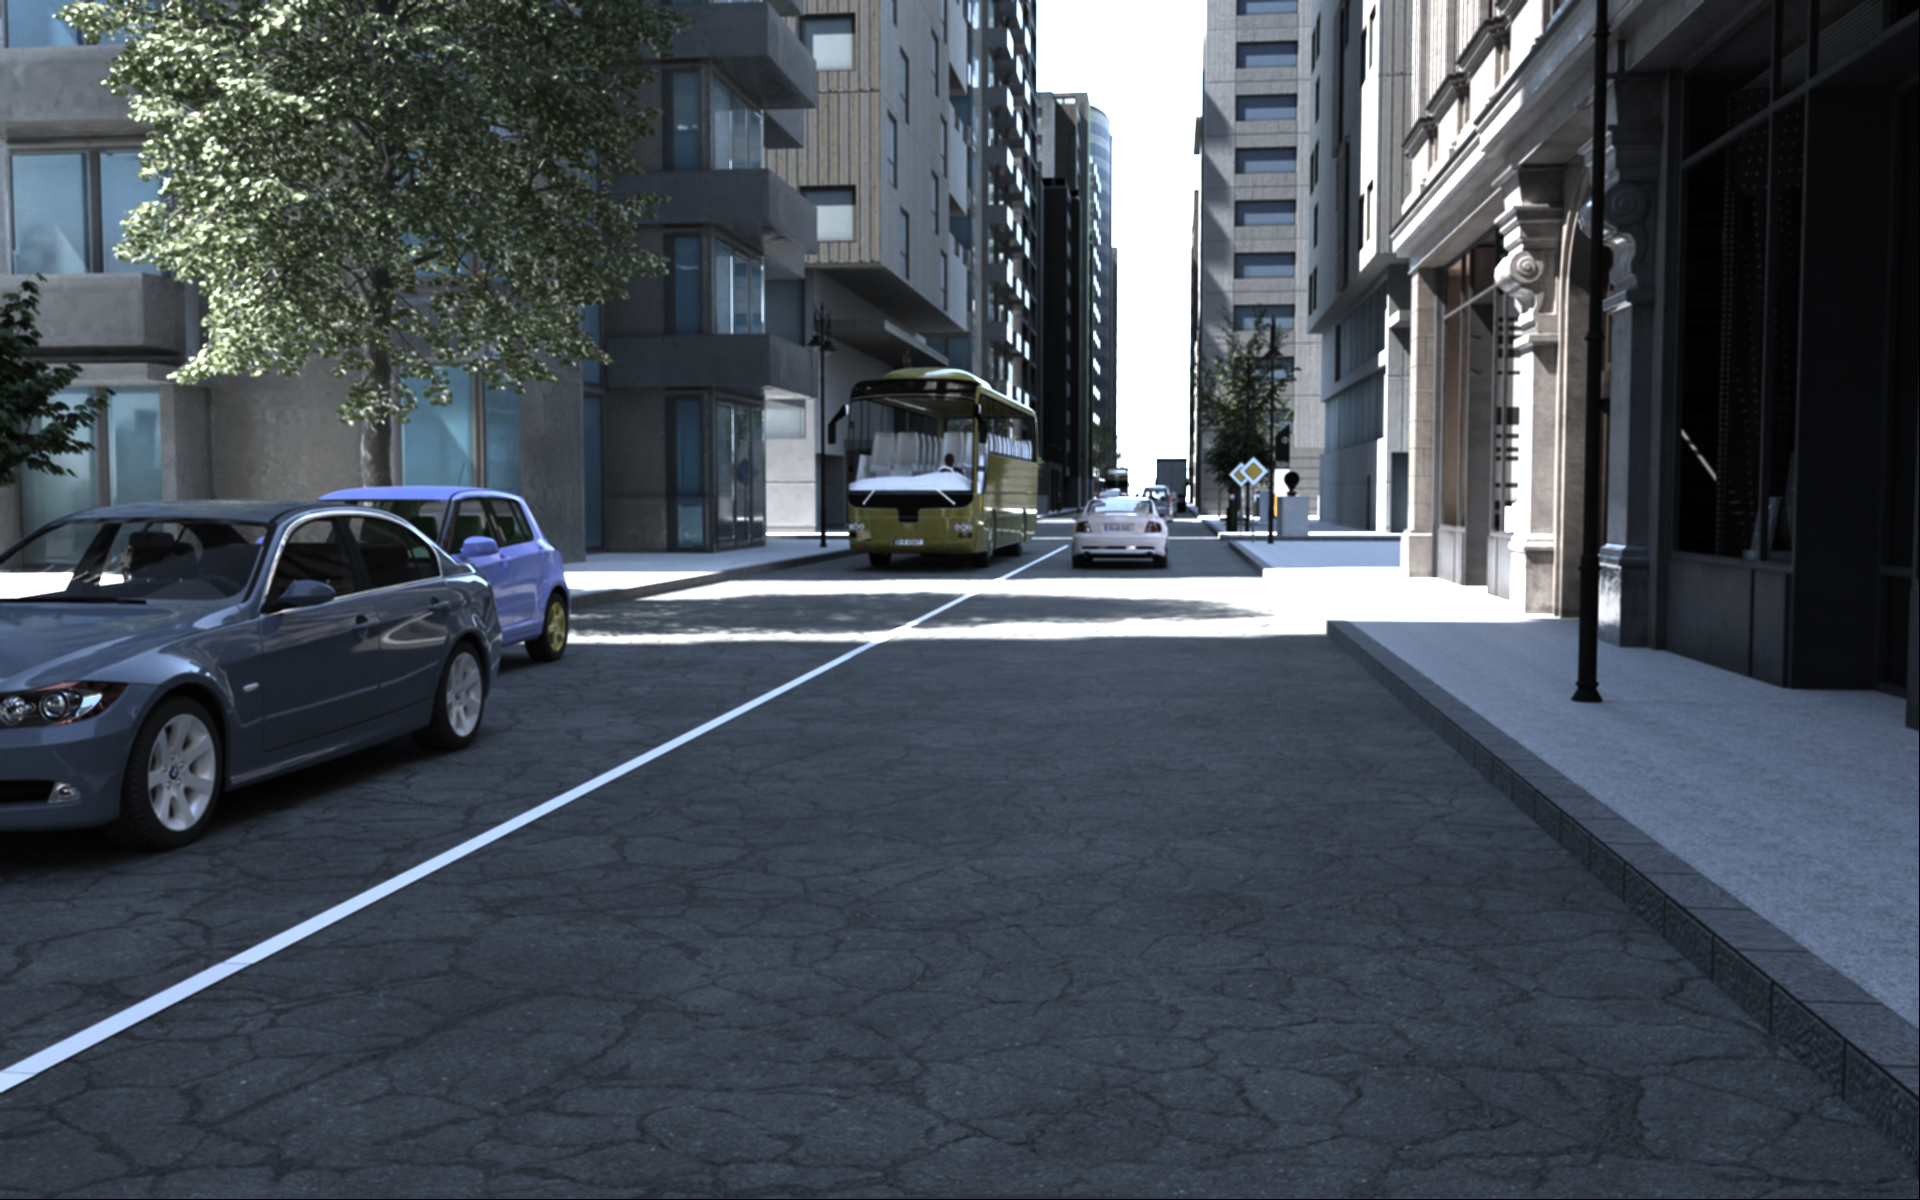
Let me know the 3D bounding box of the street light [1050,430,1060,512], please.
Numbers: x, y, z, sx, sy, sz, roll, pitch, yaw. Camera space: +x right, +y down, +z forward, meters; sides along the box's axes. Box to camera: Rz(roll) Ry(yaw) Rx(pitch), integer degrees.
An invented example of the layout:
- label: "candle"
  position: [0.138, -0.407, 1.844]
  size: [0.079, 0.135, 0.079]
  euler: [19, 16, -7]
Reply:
- label: "street light"
  position: [6.718, -9.293, 124.735]
  size: [0.468, 5.910, 1.993]
  euler: [0, 4, 7]

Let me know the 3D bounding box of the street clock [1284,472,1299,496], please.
- label: "street clock"
  position: [10.744, -3.156, 56.165]
  size: [0.471, 2.002, 0.358]
  euler: [0, 4, 0]

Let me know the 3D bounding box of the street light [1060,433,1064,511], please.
- label: "street light"
  position: [7.616, -9.702, 131.417]
  size: [0.468, 5.910, 1.993]
  euler: [0, 4, 7]

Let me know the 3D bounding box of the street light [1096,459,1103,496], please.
- label: "street light"
  position: [15.914, -13.897, 199.997]
  size: [0.468, 5.910, 1.993]
  euler: [0, 4, 7]

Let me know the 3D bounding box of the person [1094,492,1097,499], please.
- label: "person"
  position: [16.442, -12.239, 209.282]
  size: [0.551, 1.740, 0.621]
  euler: [-1, 4, -21]

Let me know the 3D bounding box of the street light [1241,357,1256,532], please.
- label: "street light"
  position: [9.741, -5.249, 58.605]
  size: [0.468, 5.910, 1.993]
  euler: [0, 4, 7]

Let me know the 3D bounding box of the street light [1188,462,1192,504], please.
- label: "street light"
  position: [27.484, -14.144, 204.036]
  size: [0.468, 5.910, 1.993]
  euler: [0, 4, 7]

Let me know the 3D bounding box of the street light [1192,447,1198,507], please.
- label: "street light"
  position: [23.258, -12.047, 169.755]
  size: [0.468, 5.910, 1.993]
  euler: [0, 4, 7]

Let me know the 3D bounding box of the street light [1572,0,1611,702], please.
- label: "street light"
  position: [3.891, -2.311, 10.571]
  size: [0.468, 5.910, 1.993]
  euler: [0, 4, 7]

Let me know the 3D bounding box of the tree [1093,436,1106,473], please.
- label: "tree"
  position: [14.308, -15.015, 195.863]
  size: [4.737, 8.622, 4.395]
  euler: [0, 3, 0]

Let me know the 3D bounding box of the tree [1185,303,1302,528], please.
- label: "tree"
  position: [10.792, -7.076, 66.062]
  size: [4.737, 8.622, 4.395]
  euler: [0, 3, 0]

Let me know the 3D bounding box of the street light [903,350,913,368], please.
- label: "street light"
  position: [-1.659, -5.054, 55.422]
  size: [0.468, 5.910, 1.993]
  euler: [0, 4, 7]

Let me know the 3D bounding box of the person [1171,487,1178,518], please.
- label: "person"
  position: [12.881, -5.865, 104.277]
  size: [0.514, 1.842, 0.818]
  euler: [2, 4, 32]

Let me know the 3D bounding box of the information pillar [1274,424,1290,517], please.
- label: "information pillar"
  position: [10.709, -4.046, 57.506]
  size: [0.504, 3.616, 0.183]
  euler: [1, 4, 9]

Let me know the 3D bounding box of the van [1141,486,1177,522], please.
- label: "van"
  position: [10.157, -5.043, 89.457]
  size: [2.013, 2.044, 4.112]
  euler: [1, 4, 8]

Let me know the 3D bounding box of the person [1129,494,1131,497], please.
- label: "person"
  position: [25.975, -15.526, 265.573]
  size: [0.991, 1.433, 0.599]
  euler: [-2, 4, -28]

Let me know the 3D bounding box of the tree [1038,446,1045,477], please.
- label: "tree"
  position: [2.989, -6.746, 94.012]
  size: [4.285, 4.588, 4.351]
  euler: [0, 3, 0]

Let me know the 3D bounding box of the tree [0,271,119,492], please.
- label: "tree"
  position: [-7.184, -1.120, 12.917]
  size: [1.663, 3.219, 1.824]
  euler: [0, 3, 0]

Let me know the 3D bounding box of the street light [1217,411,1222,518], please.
- label: "street light"
  position: [13.983, -7.371, 93.310]
  size: [0.468, 5.910, 1.993]
  euler: [0, 4, 7]

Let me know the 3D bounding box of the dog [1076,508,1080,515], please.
- label: "dog"
  position: [8.053, -6.049, 118.185]
  size: [0.406, 0.507, 0.540]
  euler: [-2, 4, -28]

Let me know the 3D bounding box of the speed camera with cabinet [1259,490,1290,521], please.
- label: "speed camera with cabinet"
  position: [15.182, -5.424, 83.024]
  size: [2.038, 3.252, 0.660]
  euler: [-3, 5, -44]

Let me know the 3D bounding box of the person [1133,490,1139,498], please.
- label: "person"
  position: [17.625, -10.109, 173.644]
  size: [0.599, 1.838, 0.709]
  euler: [0, 4, -5]

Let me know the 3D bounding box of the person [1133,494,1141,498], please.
- label: "person"
  position: [22.196, -12.701, 216.175]
  size: [1.348, 1.822, 0.705]
  euler: [1, 4, 21]

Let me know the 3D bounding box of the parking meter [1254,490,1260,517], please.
- label: "parking meter"
  position: [16.416, -5.345, 95.795]
  size: [0.372, 1.533, 0.369]
  euler: [0, 3, 0]

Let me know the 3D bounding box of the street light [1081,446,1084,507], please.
- label: "street light"
  position: [11.701, -11.800, 165.715]
  size: [0.468, 5.910, 1.993]
  euler: [0, 4, 7]

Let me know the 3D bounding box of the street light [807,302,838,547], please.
- label: "street light"
  position: [-3.317, -4.225, 41.861]
  size: [0.468, 5.910, 1.993]
  euler: [0, 4, 7]

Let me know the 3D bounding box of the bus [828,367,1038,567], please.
- label: "bus"
  position: [-0.137, -2.795, 37.242]
  size: [2.896, 3.916, 12.252]
  euler: [0, 4, 8]

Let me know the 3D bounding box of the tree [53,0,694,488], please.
- label: "tree"
  position: [-6.795, -6.265, 20.561]
  size: [7.486, 12.596, 7.792]
  euler: [0, 3, 0]

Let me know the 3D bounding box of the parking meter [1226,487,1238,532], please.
- label: "parking meter"
  position: [9.266, -3.093, 58.979]
  size: [0.372, 1.533, 0.369]
  euler: [0, 3, 0]

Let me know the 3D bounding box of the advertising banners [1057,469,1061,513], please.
- label: "advertising banners"
  position: [6.927, -7.630, 120.940]
  size: [0.090, 3.025, 2.074]
  euler: [1, 4, 9]

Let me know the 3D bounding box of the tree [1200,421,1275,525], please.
- label: "tree"
  position: [11.874, -5.493, 73.522]
  size: [4.285, 4.588, 4.351]
  euler: [0, 3, 0]

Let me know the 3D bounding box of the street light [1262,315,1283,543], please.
- label: "street light"
  position: [8.077, -4.408, 44.856]
  size: [0.468, 5.910, 1.993]
  euler: [0, 4, 7]

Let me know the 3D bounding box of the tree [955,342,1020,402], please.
- label: "tree"
  position: [0.909, -8.231, 84.935]
  size: [4.360, 8.622, 3.978]
  euler: [0, 3, 0]
